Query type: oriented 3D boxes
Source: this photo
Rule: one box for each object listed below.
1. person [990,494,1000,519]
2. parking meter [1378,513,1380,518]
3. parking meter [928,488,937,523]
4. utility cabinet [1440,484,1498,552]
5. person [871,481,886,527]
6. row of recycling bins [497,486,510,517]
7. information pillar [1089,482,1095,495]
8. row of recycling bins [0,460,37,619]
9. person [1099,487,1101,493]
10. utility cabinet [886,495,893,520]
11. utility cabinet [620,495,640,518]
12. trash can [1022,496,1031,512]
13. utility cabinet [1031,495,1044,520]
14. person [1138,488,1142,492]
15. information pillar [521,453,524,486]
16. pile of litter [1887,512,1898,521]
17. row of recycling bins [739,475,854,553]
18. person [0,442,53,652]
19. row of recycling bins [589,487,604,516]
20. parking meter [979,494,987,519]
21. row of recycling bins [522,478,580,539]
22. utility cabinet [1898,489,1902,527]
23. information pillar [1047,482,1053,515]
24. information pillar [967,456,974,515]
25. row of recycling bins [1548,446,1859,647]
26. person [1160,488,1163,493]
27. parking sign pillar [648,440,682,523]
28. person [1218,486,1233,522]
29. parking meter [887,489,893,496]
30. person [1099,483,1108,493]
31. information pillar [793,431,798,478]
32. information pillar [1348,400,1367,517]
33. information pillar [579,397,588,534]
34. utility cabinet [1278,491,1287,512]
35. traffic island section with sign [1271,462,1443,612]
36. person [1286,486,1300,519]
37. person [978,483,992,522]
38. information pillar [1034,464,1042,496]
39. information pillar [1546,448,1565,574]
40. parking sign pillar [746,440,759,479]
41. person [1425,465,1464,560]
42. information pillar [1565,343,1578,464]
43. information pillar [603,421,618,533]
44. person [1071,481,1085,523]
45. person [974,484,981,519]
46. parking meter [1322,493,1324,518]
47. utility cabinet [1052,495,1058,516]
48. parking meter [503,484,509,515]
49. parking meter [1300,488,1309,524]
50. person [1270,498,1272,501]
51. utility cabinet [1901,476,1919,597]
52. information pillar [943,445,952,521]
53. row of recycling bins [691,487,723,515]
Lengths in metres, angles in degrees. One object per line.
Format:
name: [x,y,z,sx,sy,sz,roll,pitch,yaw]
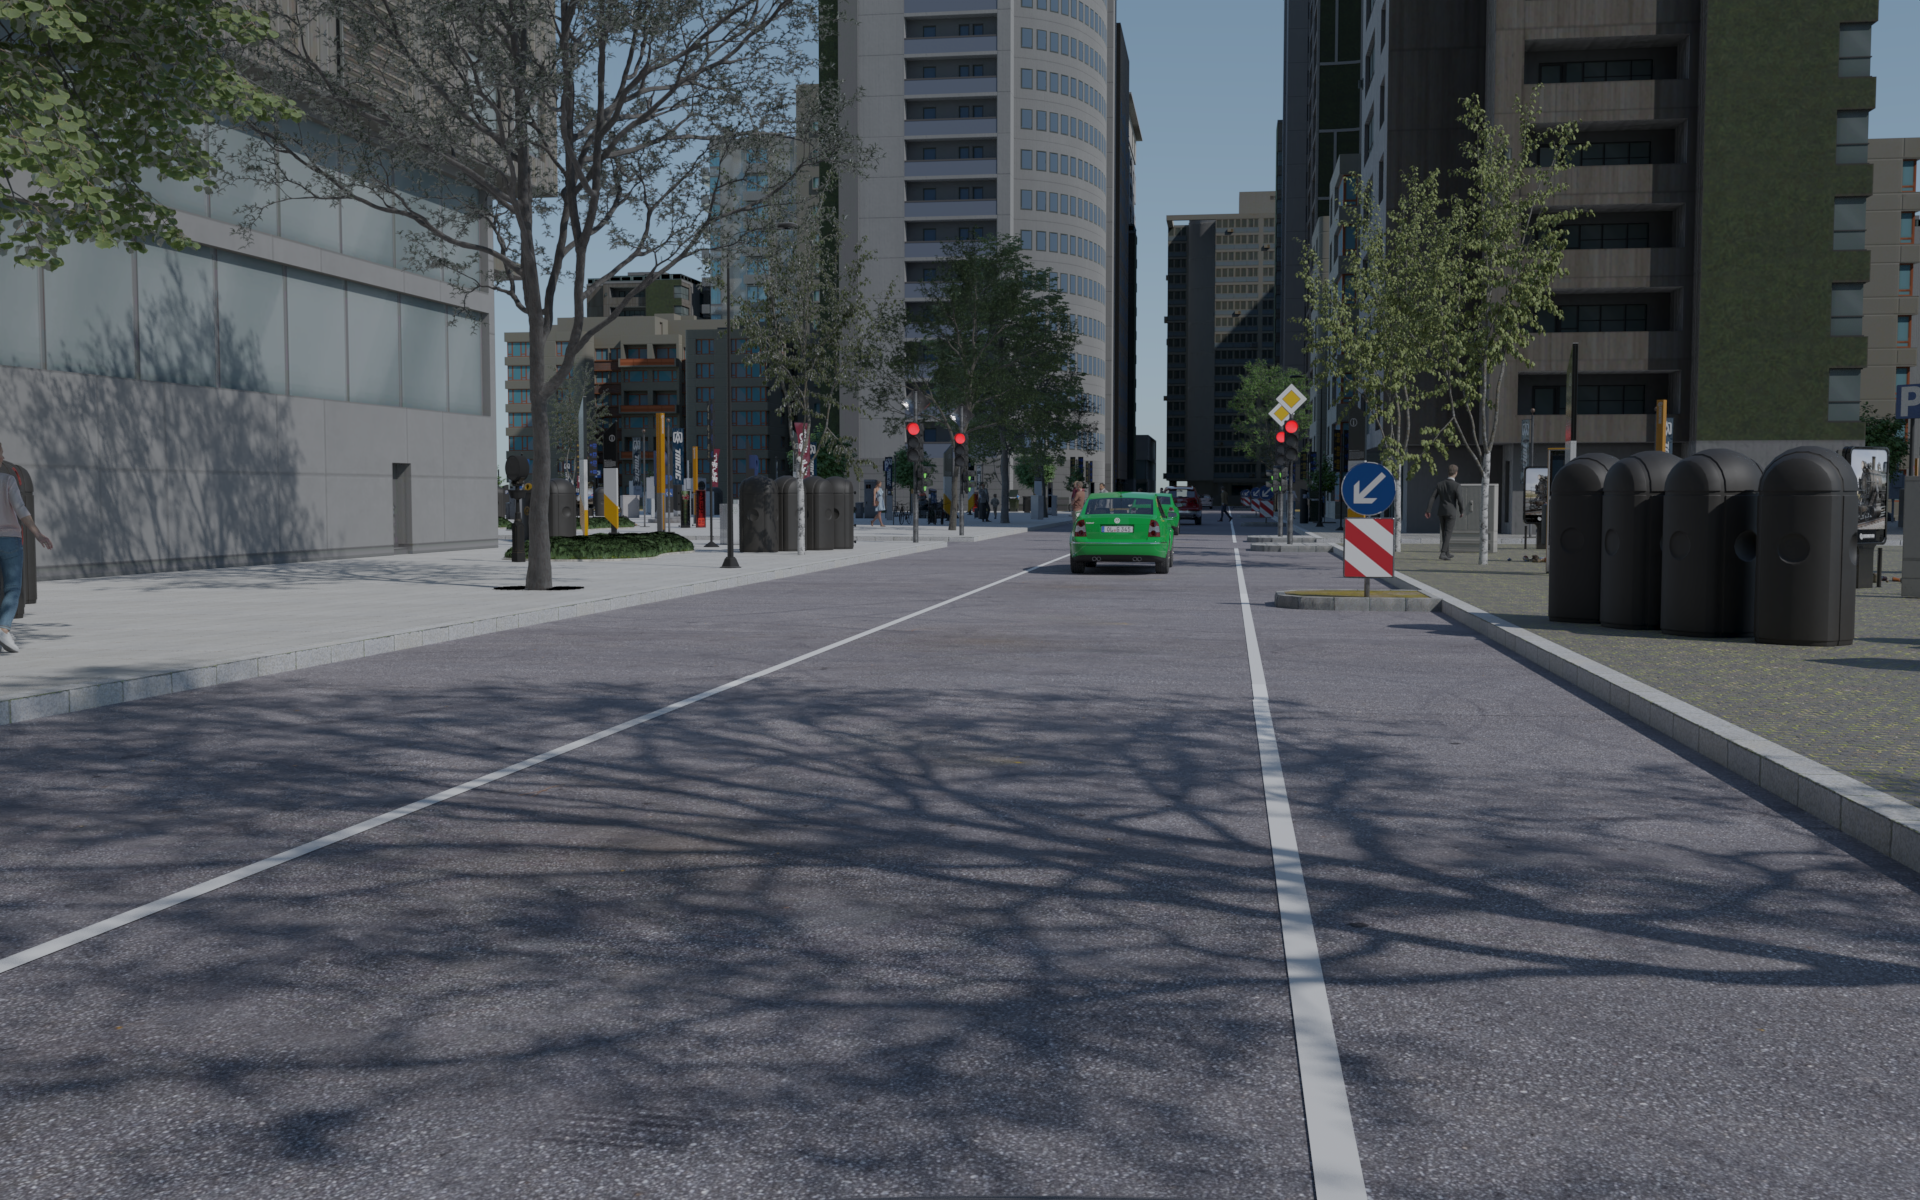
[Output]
person: [1.788,-4.809,88.941,0.475,1.303,0.640,-1,4,-13]
parking meter: [16.985,-3.910,69.641,0.255,1.863,0.399,3,5,40]
parking meter: [-1.217,-4.202,77.110,0.372,1.533,0.369,0,3,0]
utility cabinet: [11.111,-1.783,37.828,1.173,1.500,0.318,2,4,32]
person: [-3.239,-3.773,67.820,0.778,1.811,0.616,3,4,37]
row of recycling bins: [-24.267,-4.942,87.913,1.069,1.692,3.534,1,4,19]
information pillar: [8.104,-6.230,106.356,0.304,2.012,0.304,0,4,-2]
row of recycling bins: [-10.703,-0.721,18.895,1.069,1.692,3.534,-2,4,-25]
person: [5.305,-3.415,64.888,0.519,1.759,0.362,0,4,-1]
utility cabinet: [-3.443,-4.513,84.946,0.306,1.237,1.020,0,4,-1]
utility cabinet: [-17.636,-4.976,92.517,1.020,1.237,0.306,-3,5,-42]
trash can: [4.722,-6.733,121.737,0.748,1.137,0.748,0,3,0]
utility cabinet: [3.897,-4.658,87.312,0.306,1.237,1.020,-1,4,-20]
person: [10.299,-5.520,99.308,0.362,1.759,0.519,-1,4,-18]
information pillar: [-25.095,-6.605,99.341,0.183,3.616,0.504,-1,4,-10]
pile of litter: [43.308,-4.146,81.745,1.719,0.858,1.176,2,4,32]
row of recycling bins: [-3.628,-1.969,39.311,1.069,1.692,3.534,2,4,35]
person: [-7.778,-0.450,14.076,0.731,1.740,0.598,-1,4,-18]
row of recycling bins: [-22.126,-5.725,100.718,3.534,1.692,1.069,1,4,11]
parking meter: [1.169,-4.883,88.254,0.372,1.533,0.369,0,3,0]
row of recycling bins: [-11.018,-2.411,46.527,1.069,1.692,3.534,-2,4,-24]
utility cabinet: [35.942,-3.488,65.703,0.318,1.500,1.173,1,4,12]
information pillar: [5.477,-6.164,105.268,0.304,2.012,0.304,1,4,8]
information pillar: [0.673,-6.993,105.692,0.183,3.616,0.504,-3,5,-44]
row of recycling bins: [6.803,-0.554,16.166,1.069,1.692,3.534,-1,4,-19]
person: [12.758,-6.233,110.208,0.447,1.846,0.655,2,4,33]
parking sign pillar: [-14.376,-5.933,85.483,1.447,3.967,1.447,2,4,25]
person: [13.810,-5.011,90.333,0.836,1.842,0.656,0,4,-1]
parking meter: [-5.081,-7.361,126.065,0.399,1.863,0.255,2,4,25]
person: [5.264,-3.314,62.535,0.795,1.843,0.661,-1,4,-17]
information pillar: [-5.963,-4.459,64.256,0.504,3.616,0.183,-1,4,-20]
information pillar: [9.851,-3.159,43.009,0.504,3.616,0.183,3,5,45]
information pillar: [-9.101,-3.089,41.865,0.183,3.616,0.504,-2,4,-25]
utility cabinet: [23.276,-7.017,123.412,1.173,1.500,0.318,1,4,10]
traffic island section with sign: [5.055,-0.828,22.162,1.989,1.847,2.006,1,4,9]
person: [17.165,-5.046,89.213,0.731,1.740,0.598,0,4,8]
person: [1.151,-4.509,79.945,0.592,1.802,0.473,-1,4,-19]
information pillar: [5.009,-7.298,110.670,0.504,3.616,0.183,0,4,-3]
information pillar: [9.604,-1.425,27.797,0.304,2.012,0.304,2,4,31]
parking sign pillar: [-10.376,-5.995,86.495,1.447,3.967,1.447,0,4,3]
person: [9.487,-1.699,33.606,0.755,1.850,0.659,-3,5,-45]
information pillar: [9.571,-2.189,27.151,0.183,3.616,0.504,1,4,10]
information pillar: [-11.182,-3.925,55.523,0.504,3.616,0.183,1,4,20]
person: [3.581,-2.688,52.431,0.573,1.828,0.580,-2,4,-30]
person: [1.078,-5.106,89.743,0.699,1.804,1.509,0,4,1]
parking meter: [19.664,-5.257,94.366,0.372,1.533,0.369,0,3,0]
utility cabinet: [5.561,-5.537,101.691,0.306,1.237,1.020,0,4,7]
parking meter: [-27.664,-6.097,105.389,0.255,1.863,0.399,3,5,41]
parking meter: [15.006,-4.103,75.499,0.372,1.533,0.369,0,3,0]
person: [36.789,-11.785,204.448,0.557,1.426,1.065,1,4,17]
utility cabinet: [12.158,-0.757,21.064,1.173,1.500,0.318,3,5,43]
information pillar: [-0.579,-5.562,82.288,0.504,3.616,0.183,-3,5,-43]
row of recycling bins: [-15.833,-6.134,107.401,1.069,1.692,3.534,-3,4,-38]
